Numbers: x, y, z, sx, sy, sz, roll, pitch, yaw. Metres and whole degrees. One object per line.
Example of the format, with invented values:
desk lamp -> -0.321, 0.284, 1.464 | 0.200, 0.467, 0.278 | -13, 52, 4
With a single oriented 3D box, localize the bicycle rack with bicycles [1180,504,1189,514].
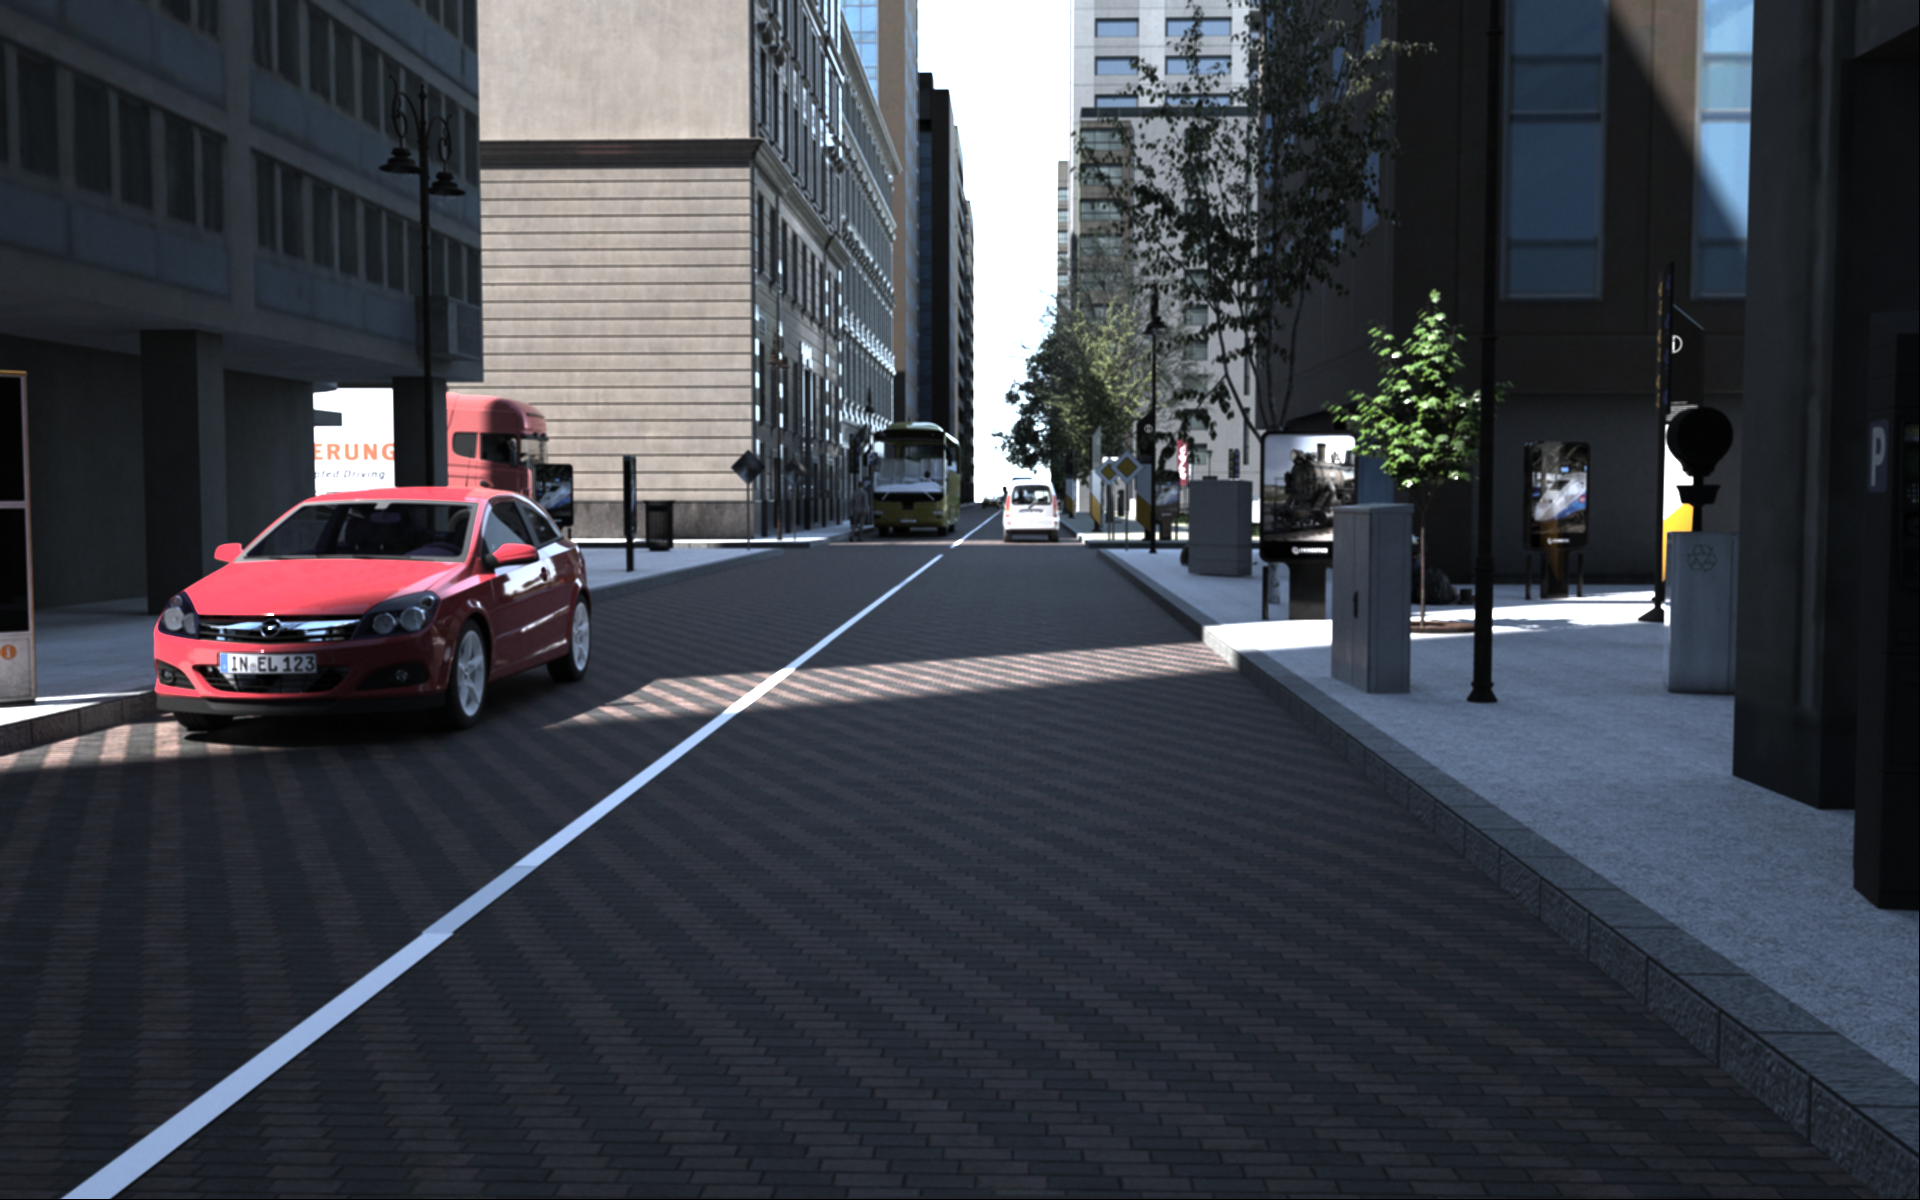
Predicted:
bicycle rack with bicycles -> 12.346, -4.731, 90.740 | 2.925, 0.926, 2.852 | 2, 4, 27

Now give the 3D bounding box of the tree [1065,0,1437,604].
tree -> 3.589, -4.278, 20.308 | 4.360, 8.622, 3.978 | 0, 3, 0

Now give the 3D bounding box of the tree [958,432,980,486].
tree -> 0.059, -15.238, 199.509 | 4.360, 8.622, 3.978 | 0, 3, 0

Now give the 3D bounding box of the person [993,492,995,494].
person -> 5.188, -15.794, 267.421 | 1.217, 1.739, 0.721 | 3, 4, 36

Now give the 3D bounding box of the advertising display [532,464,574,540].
advertising display -> -8.709, -1.949, 37.077 | 0.123, 1.923, 0.974 | 3, 5, 40

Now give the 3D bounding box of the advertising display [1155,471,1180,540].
advertising display -> 5.733, -2.636, 48.307 | 0.974, 1.923, 0.123 | -3, 4, -36

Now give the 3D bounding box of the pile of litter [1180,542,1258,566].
pile of litter -> 4.693, -1.059, 31.286 | 1.719, 0.858, 1.176 | -2, 4, -25

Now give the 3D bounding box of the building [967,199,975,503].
building -> -8.679, -39.507, 269.643 | 21.300, 48.544, 21.600 | 0, 4, 2

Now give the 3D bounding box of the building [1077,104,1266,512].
building -> 15.957, -22.072, 132.575 | 14.160, 30.474, 14.107 | 0, 4, 2

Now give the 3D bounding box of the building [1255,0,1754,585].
building -> 13.154, -23.216, 29.695 | 14.600, 45.320, 14.200 | 0, 4, 2

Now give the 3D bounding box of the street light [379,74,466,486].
street light -> -6.053, -2.868, 19.678 | 0.468, 5.910, 1.993 | 0, 4, 2

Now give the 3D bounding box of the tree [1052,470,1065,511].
tree -> 7.698, -8.552, 134.433 | 1.663, 3.219, 1.824 | 0, 3, 0

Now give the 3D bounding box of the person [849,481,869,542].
person -> -3.020, -2.660, 52.106 | 0.709, 1.813, 0.853 | 2, 4, 23

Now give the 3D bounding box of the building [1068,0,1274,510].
building -> 20.046, -37.352, 152.705 | 21.231, 58.520, 28.212 | 0, 4, 2

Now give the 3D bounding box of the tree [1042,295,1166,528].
tree -> 5.516, -7.032, 65.342 | 4.737, 8.622, 4.395 | 0, 3, 0

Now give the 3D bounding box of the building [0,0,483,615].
building -> -19.110, -20.045, 19.612 | 23.993, 40.220, 32.217 | 0, 4, 2

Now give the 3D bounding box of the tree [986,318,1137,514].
tree -> 6.865, -11.847, 110.704 | 9.611, 12.733, 9.660 | 0, 3, 0

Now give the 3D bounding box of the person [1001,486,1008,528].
person -> 1.972, -3.913, 72.826 | 0.721, 1.781, 0.623 | -3, 5, -39

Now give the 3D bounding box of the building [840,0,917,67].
building -> -10.518, -29.310, 129.335 | 14.600, 45.320, 14.200 | 0, 4, 2

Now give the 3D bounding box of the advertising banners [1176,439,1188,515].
advertising banners -> 7.509, -3.557, 54.341 | 0.090, 3.025, 2.074 | -3, 4, -37

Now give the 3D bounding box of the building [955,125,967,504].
building -> -10.487, -36.320, 217.529 | 21.300, 48.544, 21.600 | 0, 4, 2

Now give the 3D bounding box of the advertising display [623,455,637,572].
advertising display -> -5.519, -1.454, 28.986 | 0.123, 1.923, 0.974 | 0, 4, -5

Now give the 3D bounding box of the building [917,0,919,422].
building -> -12.308, -44.773, 170.288 | 20.563, 71.187, 20.611 | 0, 4, 2

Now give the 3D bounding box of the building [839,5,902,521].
building -> -13.011, -19.486, 95.015 | 17.030, 29.872, 44.131 | 0, 4, 2

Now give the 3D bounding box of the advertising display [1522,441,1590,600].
advertising display -> 7.287, -0.976, 21.178 | 0.974, 1.923, 0.123 | -2, 4, -26

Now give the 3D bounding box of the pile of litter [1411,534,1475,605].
pile of litter -> 5.437, -0.408, 20.631 | 1.176, 0.858, 1.719 | -2, 4, -31

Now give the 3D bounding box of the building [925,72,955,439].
building -> -7.737, -32.921, 188.373 | 14.600, 45.320, 14.200 | 0, 4, 2

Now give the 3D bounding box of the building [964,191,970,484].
building -> -9.943, -36.030, 243.722 | 22.147, 44.769, 28.867 | 0, 4, 2

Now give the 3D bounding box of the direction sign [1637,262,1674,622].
direction sign -> 7.044, -1.553, 17.384 | 0.379, 3.537, 0.876 | 1, 4, 14

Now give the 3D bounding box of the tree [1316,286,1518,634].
tree -> 4.418, -1.319, 16.162 | 1.663, 3.219, 1.824 | 0, 3, 0

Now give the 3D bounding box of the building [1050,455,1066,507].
building -> 26.350, -23.915, 236.042 | 27.650, 21.520, 28.899 | 0, 4, 2

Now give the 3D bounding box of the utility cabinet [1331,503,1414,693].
utility cabinet -> 2.744, -0.028, 11.618 | 0.306, 1.237, 1.020 | 0, 4, -1

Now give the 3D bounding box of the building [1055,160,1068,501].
building -> 18.872, -32.456, 214.244 | 14.154, 41.232, 14.086 | 0, 4, 2

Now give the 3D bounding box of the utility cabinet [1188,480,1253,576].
utility cabinet -> 4.094, -1.134, 27.221 | 0.318, 1.500, 1.173 | -2, 4, -32

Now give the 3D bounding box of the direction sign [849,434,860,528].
direction sign -> -3.970, -4.481, 65.260 | 0.379, 3.537, 0.876 | 1, 4, 20

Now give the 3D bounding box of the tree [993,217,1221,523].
tree -> 6.654, -10.250, 77.960 | 12.009, 13.543, 11.850 | 0, 3, 0

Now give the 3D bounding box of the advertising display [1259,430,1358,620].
advertising display -> 3.537, -0.757, 17.593 | 0.974, 1.923, 0.123 | 1, 4, 10

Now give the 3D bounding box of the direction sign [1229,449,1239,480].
direction sign -> 13.737, -5.810, 86.993 | 0.379, 3.537, 0.876 | 3, 5, 41

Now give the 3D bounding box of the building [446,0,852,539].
building -> -11.015, -16.097, 60.444 | 12.463, 27.353, 25.104 | 0, 4, 2
